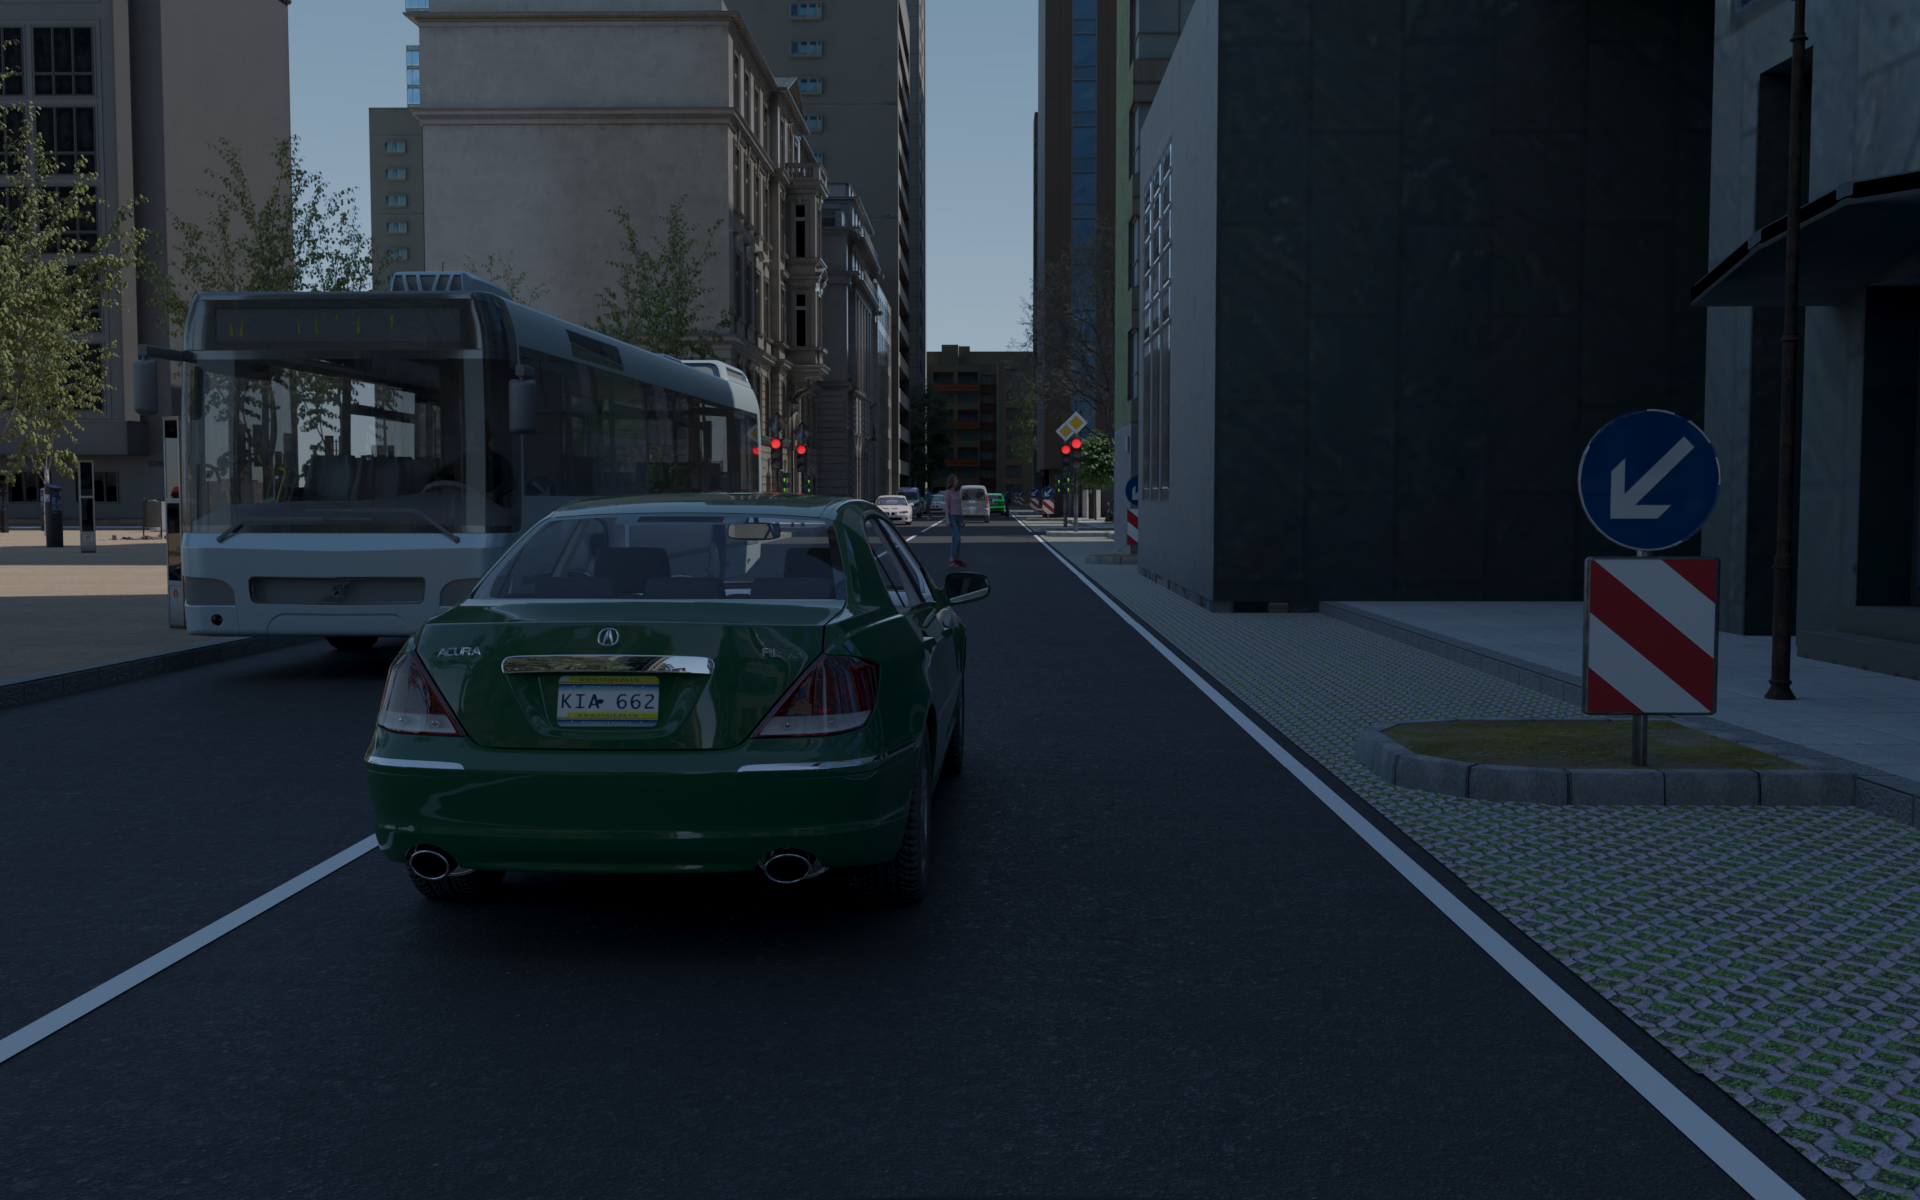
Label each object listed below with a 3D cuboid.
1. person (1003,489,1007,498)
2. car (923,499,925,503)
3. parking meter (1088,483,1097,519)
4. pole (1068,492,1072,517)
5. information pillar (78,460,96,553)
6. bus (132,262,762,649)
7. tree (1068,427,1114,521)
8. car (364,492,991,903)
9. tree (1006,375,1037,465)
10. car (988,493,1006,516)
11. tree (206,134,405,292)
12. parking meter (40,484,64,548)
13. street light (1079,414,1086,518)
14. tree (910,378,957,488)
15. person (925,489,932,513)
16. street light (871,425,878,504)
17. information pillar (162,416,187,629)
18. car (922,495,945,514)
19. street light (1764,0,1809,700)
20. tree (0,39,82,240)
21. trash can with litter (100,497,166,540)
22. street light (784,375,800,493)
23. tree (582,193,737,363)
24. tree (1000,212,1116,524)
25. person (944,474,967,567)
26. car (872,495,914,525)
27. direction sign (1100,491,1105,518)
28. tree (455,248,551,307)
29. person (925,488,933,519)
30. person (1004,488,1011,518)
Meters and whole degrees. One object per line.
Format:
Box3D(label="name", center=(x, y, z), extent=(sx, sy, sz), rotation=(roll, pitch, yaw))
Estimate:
Box3D(label="person", center=(3.568, -7.650, 133.839), extent=(0.793, 1.790, 0.793), rotation=(3, 4, 38))
Box3D(label="car", center=(-2.530, -9.094, 161.269), extent=(1.945, 1.354, 3.894), rotation=(0, 4, 2))
Box3D(label="parking meter", center=(6.799, -5.093, 88.979), extent=(0.255, 1.863, 0.399), rotation=(-3, 5, -40))
Box3D(label="pole", center=(6.089, -6.227, 95.651), extent=(0.158, 3.312, 0.155), rotation=(0, 3, 0))
Box3D(label="information pillar", center=(-19.065, -2.038, 37.819), extent=(0.304, 2.012, 0.304), rotation=(-2, 4, -29))
Box3D(label="bus", center=(-4.460, -1.461, 18.748), extent=(2.948, 3.499, 13.247), rotation=(0, 4, 2))
Box3D(label="tree", center=(6.711, -6.165, 84.515), extent=(4.285, 4.588, 4.351), rotation=(0, 3, 0))
Box3D(label="car", center=(-0.950, 0.261, 7.527), extent=(2.131, 1.459, 4.920), rotation=(0, 4, 3))
Box3D(label="tree", center=(7.775, -13.602, 148.153), extent=(9.928, 11.665, 9.643), rotation=(0, 3, 0))
Box3D(label="car", center=(2.100, -6.374, 113.007), extent=(1.959, 1.807, 4.718), rotation=(0, 4, -1))
Box3D(label="tree", center=(-14.032, -5.162, 34.763), extent=(4.737, 8.622, 4.395), rotation=(0, 3, 0))
Box3D(label="parking meter", center=(-21.803, -2.035, 41.678), extent=(0.372, 1.533, 0.369), rotation=(0, 3, 0))
Box3D(label="street light", center=(6.578, -7.441, 94.441), extent=(0.468, 5.910, 1.993), rotation=(0, 4, 1))
Box3D(label="tree", center=(-4.916, -17.460, 192.131), extent=(9.857, 13.997, 8.962), rotation=(0, 3, 0))
Box3D(label="person", center=(-2.374, -7.578, 132.499), extent=(0.679, 1.850, 0.850), rotation=(1, 4, 23))
Box3D(label="street light", center=(-5.671, -8.654, 114.280), extent=(0.468, 5.910, 1.993), rotation=(0, 4, 1))
Box3D(label="information pillar", center=(-7.371, -0.737, 16.546), extent=(0.304, 2.012, 0.304), rotation=(3, 4, 37))
Box3D(label="car", center=(-1.786, -7.066, 127.888), extent=(2.083, 1.381, 4.827), rotation=(0, 4, 0))
Box3D(label="street light", center=(5.142, -2.318, 10.682), extent=(0.468, 5.910, 1.993), rotation=(0, 4, 1))
Box3D(label="tree", center=(-15.453, -4.715, 27.455), extent=(4.737, 8.622, 4.395), rotation=(0, 3, 0))
Box3D(label="trash can with litter", center=(-23.176, -2.305, 48.741), extent=(1.678, 1.210, 2.233), rotation=(3, 5, 41))
Box3D(label="street light", center=(-6.500, -5.767, 67.086), extent=(0.468, 5.910, 1.993), rotation=(0, 4, 1))
Box3D(label="tree", center=(-7.552, -5.671, 43.080), extent=(4.737, 8.622, 4.395), rotation=(0, 3, 0))
Box3D(label="tree", center=(6.792, -10.078, 75.152), extent=(12.009, 13.543, 11.850), rotation=(0, 3, 0))
Box3D(label="person", center=(-0.113, -1.569, 34.169), extent=(0.388, 1.821, 0.555), rotation=(2, 4, 27))
Box3D(label="car", center=(-3.204, -4.225, 81.443), extent=(2.083, 1.381, 4.827), rotation=(0, 4, 0))
Box3D(label="direction sign", center=(7.712, -6.251, 94.208), extent=(0.876, 3.537, 0.379), rotation=(-1, 4, -20))
Box3D(label="tree", center=(-14.117, -6.180, 51.410), extent=(4.360, 8.622, 3.978), rotation=(0, 3, 0))
Box3D(label="person", center=(-1.741, -5.452, 97.978), extent=(0.444, 1.785, 0.601), rotation=(0, 4, -1))
Box3D(label="person", center=(2.792, -5.723, 102.254), extent=(0.419, 1.800, 0.721), rotation=(0, 4, -6))
